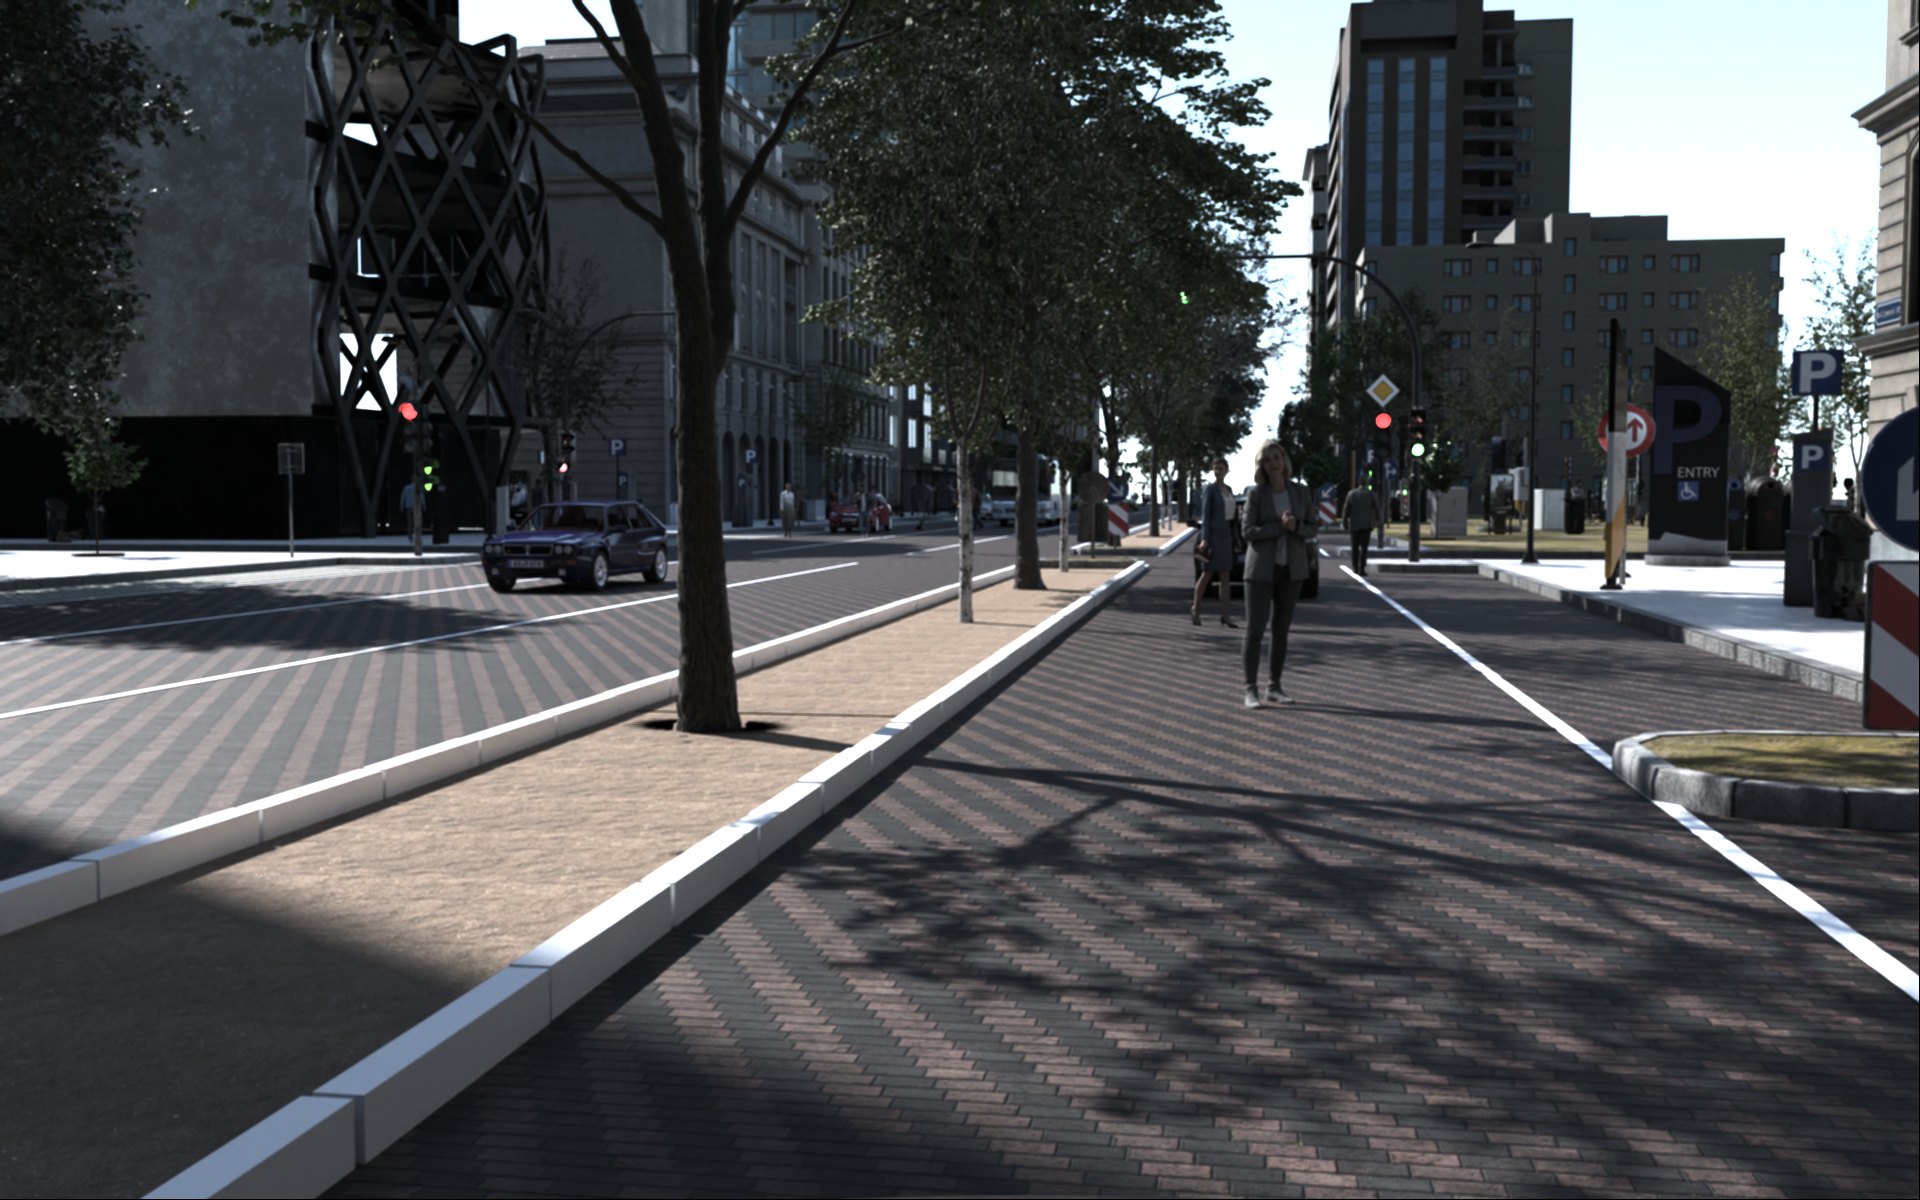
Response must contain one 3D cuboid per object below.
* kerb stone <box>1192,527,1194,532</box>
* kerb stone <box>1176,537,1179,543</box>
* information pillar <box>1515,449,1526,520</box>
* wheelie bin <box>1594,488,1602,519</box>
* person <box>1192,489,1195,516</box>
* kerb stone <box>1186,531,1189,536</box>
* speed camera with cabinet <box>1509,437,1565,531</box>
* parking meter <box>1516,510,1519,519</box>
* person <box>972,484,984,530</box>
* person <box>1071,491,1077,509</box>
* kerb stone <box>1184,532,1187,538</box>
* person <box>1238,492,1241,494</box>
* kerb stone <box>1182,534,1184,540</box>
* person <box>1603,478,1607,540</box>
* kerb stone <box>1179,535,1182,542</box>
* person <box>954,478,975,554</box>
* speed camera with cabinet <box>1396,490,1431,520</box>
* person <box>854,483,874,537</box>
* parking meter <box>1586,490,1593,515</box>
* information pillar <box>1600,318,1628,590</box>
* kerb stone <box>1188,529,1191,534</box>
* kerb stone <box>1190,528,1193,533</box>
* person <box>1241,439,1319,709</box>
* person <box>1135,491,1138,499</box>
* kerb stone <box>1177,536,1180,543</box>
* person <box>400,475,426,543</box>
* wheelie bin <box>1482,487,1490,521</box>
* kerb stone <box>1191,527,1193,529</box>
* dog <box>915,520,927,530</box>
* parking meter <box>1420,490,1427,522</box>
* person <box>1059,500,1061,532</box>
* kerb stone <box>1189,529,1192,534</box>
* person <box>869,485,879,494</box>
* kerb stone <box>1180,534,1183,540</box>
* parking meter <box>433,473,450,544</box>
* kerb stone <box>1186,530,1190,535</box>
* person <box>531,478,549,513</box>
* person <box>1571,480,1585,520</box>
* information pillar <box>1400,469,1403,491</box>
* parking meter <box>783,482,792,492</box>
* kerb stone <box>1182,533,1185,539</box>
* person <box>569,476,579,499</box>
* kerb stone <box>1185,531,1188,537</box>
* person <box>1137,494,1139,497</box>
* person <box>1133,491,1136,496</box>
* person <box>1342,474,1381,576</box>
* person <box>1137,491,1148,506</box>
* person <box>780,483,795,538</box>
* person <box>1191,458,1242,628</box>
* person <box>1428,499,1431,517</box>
[{"bbox_3d":[8.287,-2.464,62.479,0.120,0.150,1.000,1,4,9],"label":"kerb stone"},{"bbox_3d":[5.974,-1.597,48.316,0.120,0.150,1.000,1,4,9],"label":"kerb stone"},{"bbox_3d":[27.960,-5.809,86.327,0.504,3.616,0.183,0,4,4],"label":"information pillar"},{"bbox_3d":[33.227,-4.980,89.334,0.980,1.594,0.693,1,4,17],"label":"wheelie bin"},{"bbox_3d":[15.417,-6.431,113.658,0.620,1.820,0.660,-2,4,-33],"label":"person"},{"bbox_3d":[7.295,-2.092,56.403,0.120,0.150,1.000,1,4,9],"label":"kerb stone"},{"bbox_3d":[20.228,-4.061,60.735,2.038,3.252,0.660,-1,4,-22],"label":"speed camera with cabinet"},{"bbox_3d":[29.411,-5.047,90.925,0.372,1.533,0.369,0,3,0],"label":"parking meter"},{"bbox_3d":[0.637,-3.679,68.562,0.656,1.842,0.836,3,4,36],"label":"person"},{"bbox_3d":[10.653,-9.369,162.477,0.445,1.727,0.742,3,4,36],"label":"person"},{"bbox_3d":[6.961,-1.969,54.385,0.120,0.150,1.000,1,4,9],"label":"kerb stone"},{"bbox_3d":[28.708,-10.232,177.264,0.593,1.643,0.415,0,4,0],"label":"person"},{"bbox_3d":[6.625,-1.845,52.367,0.120,0.150,1.000,1,4,9],"label":"kerb stone"},{"bbox_3d":[17.983,-2.536,47.689,0.537,1.800,0.526,-3,5,-44],"label":"person"},{"bbox_3d":[6.290,-1.722,50.343,0.120,0.150,1.000,1,4,9],"label":"kerb stone"},{"bbox_3d":[0.140,-2.008,41.300,0.580,1.828,0.573,2,4,27],"label":"person"},{"bbox_3d":[22.685,-5.645,86.634,0.660,3.252,2.038,-2,4,-26],"label":"speed camera with cabinet"},{"bbox_3d":[-3.193,-2.961,57.261,0.623,1.781,0.721,-1,4,-20],"label":"person"},{"bbox_3d":[37.963,-5.874,104.456,0.372,1.533,0.369,0,3,0],"label":"parking meter"},{"bbox_3d":[8.813,-1.951,23.254,0.183,3.616,0.504,3,5,40],"label":"information pillar"},{"bbox_3d":[7.620,-2.216,58.425,0.120,0.150,1.000,1,4,9],"label":"kerb stone"},{"bbox_3d":[7.957,-2.340,60.448,0.120,0.150,1.000,1,4,9],"label":"kerb stone"},{"bbox_3d":[2.171,-0.186,11.730,0.537,1.800,0.526,0,4,-1],"label":"person"},{"bbox_3d":[23.920,-13.816,234.410,0.705,1.822,1.348,0,4,-5],"label":"person"},{"bbox_3d":[6.126,-1.660,49.332,0.120,0.150,1.000,1,4,9],"label":"kerb stone"},{"bbox_3d":[-14.387,-2.395,45.551,0.601,1.785,0.444,0,4,6],"label":"person"},{"bbox_3d":[25.110,-4.519,81.795,0.980,1.594,0.693,2,4,30],"label":"wheelie bin"},{"bbox_3d":[8.113,-2.401,61.466,0.120,0.150,1.000,1,4,9],"label":"kerb stone"},{"bbox_3d":[-1.534,-2.987,69.026,0.550,0.427,0.748,0,4,6],"label":"dog"},{"bbox_3d":[21.233,-4.347,79.478,0.372,1.533,0.369,0,3,0],"label":"parking meter"},{"bbox_3d":[3.925,-3.406,66.001,0.330,1.601,0.589,1,4,15],"label":"person"},{"bbox_3d":[7.792,-2.272,59.439,0.120,0.150,1.000,1,4,9],"label":"kerb stone"},{"bbox_3d":[-4.871,-5.521,96.487,0.721,1.800,0.419,1,4,9],"label":"person"},{"bbox_3d":[6.466,-1.784,51.356,0.120,0.150,1.000,1,4,9],"label":"kerb stone"},{"bbox_3d":[-13.411,-2.393,44.837,0.399,1.863,0.255,-1,4,-20],"label":"parking meter"},{"bbox_3d":[7.459,-2.154,57.411,0.120,0.150,1.000,1,4,9],"label":"kerb stone"},{"bbox_3d":[-13.535,-3.009,55.581,0.623,1.781,0.721,-3,5,-45],"label":"person"},{"bbox_3d":[22.229,-3.427,62.254,0.511,1.800,0.466,-2,4,-32],"label":"person"},{"bbox_3d":[26.586,-6.912,104.359,0.183,3.616,0.504,2,4,27],"label":"information pillar"},{"bbox_3d":[-7.999,-4.572,80.458,0.255,1.863,0.399,2,4,33],"label":"parking meter"},{"bbox_3d":[6.793,-1.907,53.375,0.120,0.150,1.000,1,4,9],"label":"kerb stone"},{"bbox_3d":[-12.040,-2.927,53.710,0.447,1.846,0.655,1,4,10],"label":"person"},{"bbox_3d":[7.131,-2.030,55.394,0.120,0.150,1.000,1,4,9],"label":"kerb stone"},{"bbox_3d":[26.574,-15.403,260.888,0.990,1.755,0.434,1,4,23],"label":"person"},{"bbox_3d":[18.425,-10.641,183.403,0.541,1.710,0.530,-1,4,-20],"label":"person"},{"bbox_3d":[7.096,-1.325,30.570,0.661,1.777,0.834,1,4,15],"label":"person"},{"bbox_3d":[21.495,-11.914,203.236,1.348,1.831,0.705,2,4,25],"label":"person"},{"bbox_3d":[-5.672,-2.950,56.963,0.478,1.798,0.641,-1,4,-9],"label":"person"},{"bbox_3d":[2.770,-0.624,18.720,0.581,1.822,0.654,-2,4,-23],"label":"person"},{"bbox_3d":[25.042,-5.300,93.055,0.532,1.782,0.716,2,4,35],"label":"person"}]
